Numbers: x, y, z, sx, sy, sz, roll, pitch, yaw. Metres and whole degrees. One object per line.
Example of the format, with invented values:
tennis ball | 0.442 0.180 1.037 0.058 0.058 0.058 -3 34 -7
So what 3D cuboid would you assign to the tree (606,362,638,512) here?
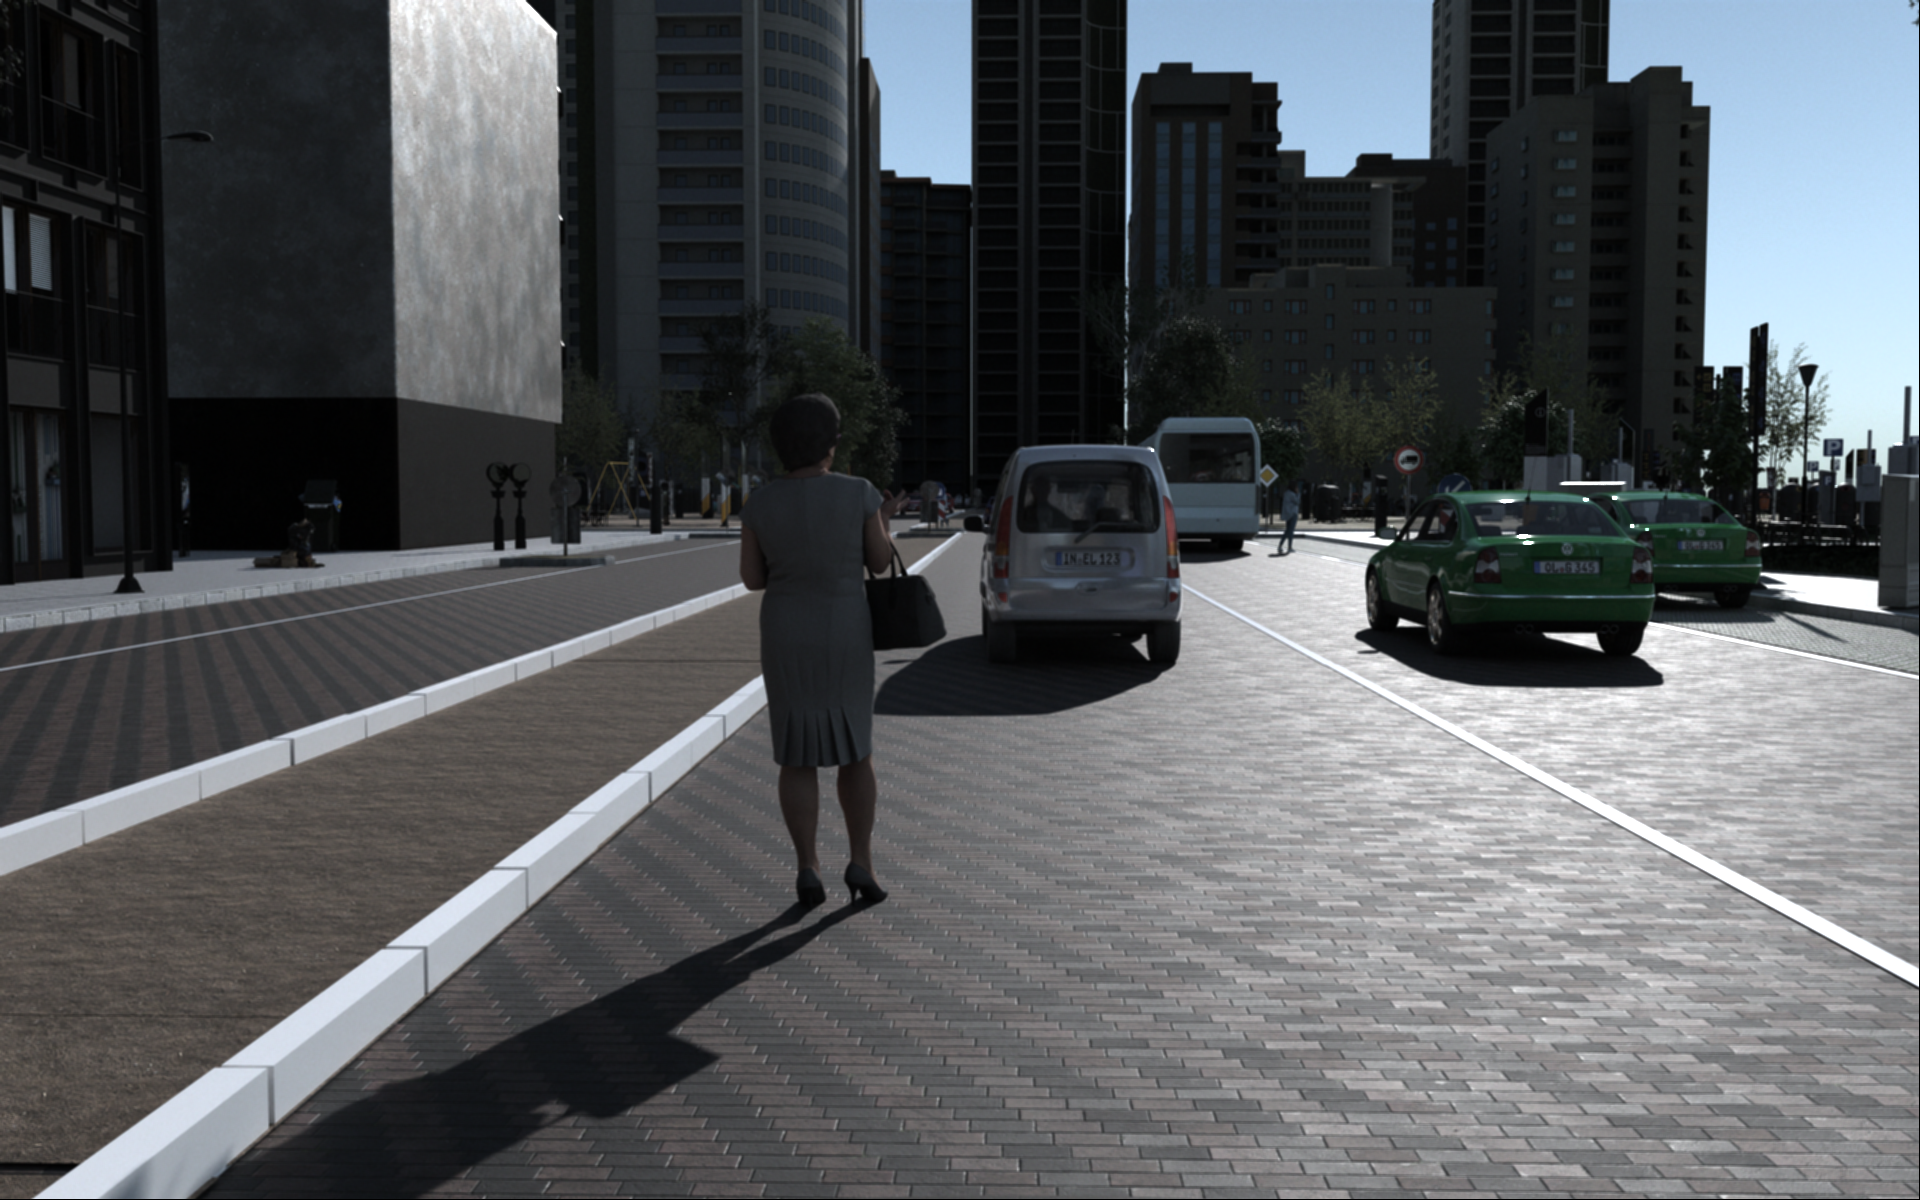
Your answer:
tree | -19.511 -8.594 90.878 4.360 8.622 3.978 0 3 0

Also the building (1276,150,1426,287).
building | 34.945 -31.110 200.531 32.217 40.220 23.993 0 4 2

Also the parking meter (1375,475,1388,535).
parking meter | 13.122 -2.950 53.952 0.255 1.863 0.399 -1 4 -11

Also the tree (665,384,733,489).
tree | -16.866 -10.027 114.299 4.737 8.622 4.395 0 3 0

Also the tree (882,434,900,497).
tree | -7.228 -12.885 161.032 4.360 8.622 3.978 0 3 0

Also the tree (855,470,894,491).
tree | -7.358 -9.877 145.199 4.285 4.588 4.351 0 3 0

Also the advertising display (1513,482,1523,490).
advertising display | 30.222 -5.387 93.284 0.974 1.923 0.123 -1 4 -21

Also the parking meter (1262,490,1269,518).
parking meter | 16.684 -5.265 94.501 0.372 1.533 0.369 0 3 0

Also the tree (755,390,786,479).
tree | -12.465 -10.485 121.791 4.737 8.622 4.395 0 3 0

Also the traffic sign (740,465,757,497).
traffic sign | -9.233 -4.623 75.689 0.768 2.556 0.104 0 4 6

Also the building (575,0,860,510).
building | -20.642 -37.444 154.215 21.231 58.520 28.212 0 4 2

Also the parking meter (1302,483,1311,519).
parking meter | 17.546 -5.022 87.813 0.255 1.863 0.399 -3 5 -42

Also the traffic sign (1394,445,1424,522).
traffic sign | 11.660 -2.748 45.043 0.768 2.556 0.104 1 4 9

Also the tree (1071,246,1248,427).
tree | 15.146 -16.919 132.509 12.611 20.169 13.585 0 3 0

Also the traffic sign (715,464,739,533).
traffic sign | -7.738 -3.297 57.553 0.795 2.450 0.064 0 4 2

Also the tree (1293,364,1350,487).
tree | 21.094 -9.084 98.887 4.360 8.622 3.978 0 3 0

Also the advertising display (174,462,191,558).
advertising display | -15.872 -1.846 35.389 0.123 1.923 0.974 -1 4 -15

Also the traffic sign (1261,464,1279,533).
traffic sign | 10.097 -3.264 57.006 0.795 2.450 0.064 0 4 2

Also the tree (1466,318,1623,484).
tree | 24.852 -7.506 73.082 4.737 8.622 4.395 0 3 0

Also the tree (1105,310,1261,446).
tree | 14.313 -11.683 108.023 9.611 12.733 9.660 0 3 0

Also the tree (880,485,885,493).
tree | -7.088 -9.492 149.800 1.663 3.219 1.824 0 3 0

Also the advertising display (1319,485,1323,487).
advertising display | 24.549 -6.877 117.652 0.974 1.923 0.123 -3 5 -41

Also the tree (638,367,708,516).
tree | -16.645 -9.161 100.146 4.360 8.622 3.978 0 3 0

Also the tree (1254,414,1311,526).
tree | 12.752 -5.349 71.175 4.285 4.588 4.351 0 3 0

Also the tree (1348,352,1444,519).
tree | 22.793 -8.479 88.987 4.360 8.622 3.978 0 3 0

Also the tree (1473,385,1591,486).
tree | 17.262 -4.194 52.292 4.285 4.588 4.351 0 3 0

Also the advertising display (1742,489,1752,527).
advertising display | 29.915 -3.699 65.684 0.974 1.923 0.123 -3 4 -37

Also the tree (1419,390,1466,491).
tree | 34.454 -10.587 123.456 4.737 8.622 4.395 0 3 0

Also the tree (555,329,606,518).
tree | -17.249 -7.461 72.355 4.360 8.622 3.978 0 3 0

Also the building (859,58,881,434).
building | -15.459 -32.143 175.641 14.600 45.320 14.200 0 4 2

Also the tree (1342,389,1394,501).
tree | 28.582 -10.521 122.381 4.737 8.622 4.395 0 3 0

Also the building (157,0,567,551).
building | -20.773 -10.992 47.166 16.811 18.784 16.820 0 4 2

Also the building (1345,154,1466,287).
building | 58.132 -35.510 230.694 14.200 45.320 14.600 0 4 2

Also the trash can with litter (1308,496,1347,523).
trash can with litter | 16.216 -4.005 76.539 2.233 1.210 1.678 -2 4 -24

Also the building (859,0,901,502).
building | -23.104 -54.364 201.521 31.000 86.520 22.319 0 4 2

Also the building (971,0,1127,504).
building | 12.061 -48.698 234.463 20.611 71.187 20.563 0 4 2

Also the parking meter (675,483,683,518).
parking meter | -14.941 -5.281 92.055 0.399 1.863 0.255 -2 4 -31

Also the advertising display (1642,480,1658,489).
advertising display | 32.025 -4.589 80.238 0.123 1.923 0.974 -2 4 -31

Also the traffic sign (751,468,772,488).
traffic sign | -7.502 -3.785 65.535 0.795 2.450 0.064 0 4 2

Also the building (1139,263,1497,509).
building | 31.358 -19.236 159.555 27.650 21.520 28.899 0 4 2

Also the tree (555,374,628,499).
tree | -22.143 -9.507 105.795 4.737 8.622 4.395 0 3 0

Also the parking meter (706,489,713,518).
parking meter | -13.209 -5.078 91.442 0.372 1.533 0.369 0 3 0

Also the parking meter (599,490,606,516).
parking meter | -20.538 -5.567 99.428 0.372 1.533 0.369 0 3 0

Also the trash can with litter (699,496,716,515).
trash can with litter | -15.190 -5.680 104.249 1.055 1.170 0.624 0 4 7

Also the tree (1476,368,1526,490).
tree | 31.785 -9.183 100.498 4.360 8.622 3.978 0 3 0

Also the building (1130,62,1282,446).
building | 25.261 -32.485 181.232 14.600 45.320 14.200 0 4 2

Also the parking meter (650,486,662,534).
parking meter | -9.807 -2.901 55.846 0.372 1.533 0.369 0 3 0

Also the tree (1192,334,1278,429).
tree | 12.826 -7.966 80.604 4.737 8.622 4.395 0 3 0

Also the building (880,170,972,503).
building | -12.638 -35.619 237.000 28.867 44.769 22.147 0 4 2

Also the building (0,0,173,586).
building | -19.559 -11.676 20.579 12.332 23.373 15.834 0 4 2

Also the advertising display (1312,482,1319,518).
advertising display | 19.402 -5.486 94.913 0.123 1.923 0.974 0 4 4

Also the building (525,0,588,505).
building | -48.838 -46.881 204.754 20.611 71.187 20.563 0 4 2

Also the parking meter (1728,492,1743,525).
parking meter | 22.850 -2.607 51.036 0.372 1.533 0.369 0 3 0

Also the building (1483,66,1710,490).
building | 74.305 -35.331 201.363 21.600 48.544 21.300 0 4 2

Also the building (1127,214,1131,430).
building | 29.799 -33.535 231.895 14.086 41.232 14.154 0 4 2

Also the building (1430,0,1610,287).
building | 75.626 -48.586 232.634 20.611 71.187 20.563 0 4 2

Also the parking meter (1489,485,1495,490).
parking meter | 34.751 -6.567 113.076 0.399 1.863 0.255 2 4 26

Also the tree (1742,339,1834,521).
tree | 39.366 -8.110 82.966 4.360 8.622 3.978 0 3 0
